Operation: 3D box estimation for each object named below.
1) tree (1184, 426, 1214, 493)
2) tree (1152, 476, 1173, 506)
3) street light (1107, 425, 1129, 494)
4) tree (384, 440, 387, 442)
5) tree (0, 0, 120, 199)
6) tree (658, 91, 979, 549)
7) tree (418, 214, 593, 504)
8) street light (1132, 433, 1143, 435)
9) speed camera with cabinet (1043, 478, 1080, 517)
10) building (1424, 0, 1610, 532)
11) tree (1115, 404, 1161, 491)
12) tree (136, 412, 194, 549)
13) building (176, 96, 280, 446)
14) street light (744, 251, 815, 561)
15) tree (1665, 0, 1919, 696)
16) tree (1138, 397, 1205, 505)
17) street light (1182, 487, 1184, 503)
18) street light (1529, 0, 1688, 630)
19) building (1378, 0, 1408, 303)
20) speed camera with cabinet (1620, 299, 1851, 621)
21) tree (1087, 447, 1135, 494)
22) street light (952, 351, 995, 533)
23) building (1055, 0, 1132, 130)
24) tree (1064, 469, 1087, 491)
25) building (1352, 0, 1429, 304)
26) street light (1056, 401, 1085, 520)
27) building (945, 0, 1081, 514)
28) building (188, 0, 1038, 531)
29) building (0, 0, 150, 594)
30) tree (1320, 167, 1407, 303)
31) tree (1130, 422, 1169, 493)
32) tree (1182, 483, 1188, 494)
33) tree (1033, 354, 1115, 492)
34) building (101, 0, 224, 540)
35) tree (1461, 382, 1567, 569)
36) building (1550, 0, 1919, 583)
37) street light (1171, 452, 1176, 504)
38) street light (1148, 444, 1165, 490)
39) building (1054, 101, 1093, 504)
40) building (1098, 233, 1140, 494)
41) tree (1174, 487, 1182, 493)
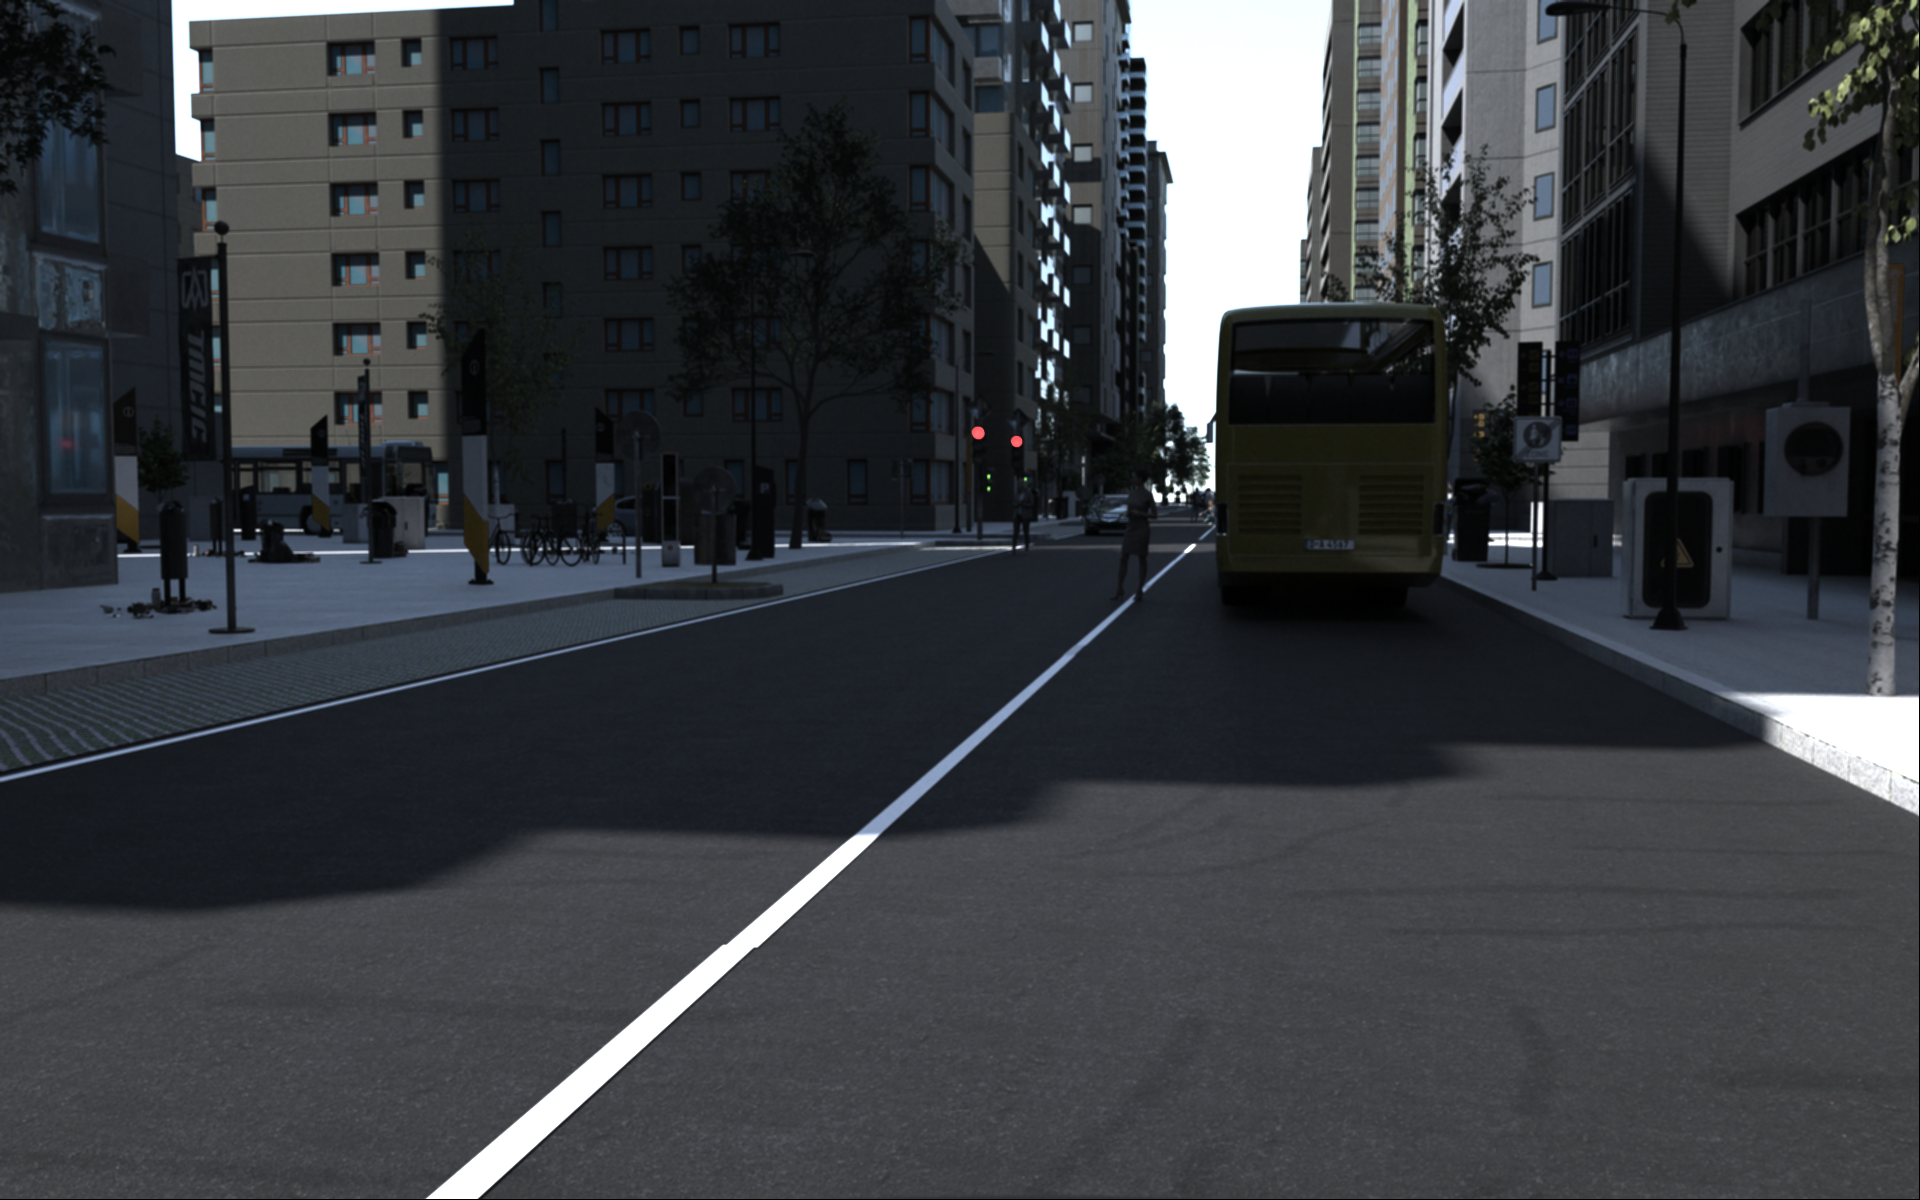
[{"bbox_3d":[38.498,-22.634,288.198,7.486,12.596,7.792,0,3,0],"label":"tree"},{"bbox_3d":[25.221,-13.505,215.411,1.663,3.219,1.824,0,3,0],"label":"tree"},{"bbox_3d":[10.475,-8.775,116.018,1.470,5.913,1.316,1,4,10],"label":"street light"},{"bbox_3d":[-20.166,-4.073,61.191,1.663,3.219,1.824,0,3,0],"label":"tree"},{"bbox_3d":[-7.798,-4.560,8.963,7.601,10.594,8.767,0,4,5],"label":"tree"},{"bbox_3d":[-3.557,-6.468,40.159,7.601,10.594,8.767,2,4,23],"label":"tree"},{"bbox_3d":[-12.236,-5.877,46.457,4.737,8.622,4.395,0,3,0],"label":"tree"},{"bbox_3d":[13.216,-9.751,131.972,1.470,5.913,1.316,1,4,10],"label":"street light"},{"bbox_3d":[5.627,-6.201,95.729,2.038,3.252,0.660,0,4,6],"label":"speed camera with cabinet"},{"bbox_3d":[32.238,-31.793,61.812,28.212,58.520,21.231,1,4,10],"label":"building"},{"bbox_3d":[14.425,-11.798,143.263,4.737,8.622,4.395,0,3,0],"label":"tree"},{"bbox_3d":[-19.084,-2.838,40.997,1.663,3.219,1.824,0,3,0],"label":"tree"},{"bbox_3d":[-54.830,-14.697,85.338,28.899,21.520,27.650,1,4,10],"label":"building"},{"bbox_3d":[-3.463,-3.718,33.328,1.470,5.913,1.316,1,4,10],"label":"street light"},{"bbox_3d":[6.066,-3.687,10.648,4.737,8.622,4.395,0,3,0],"label":"tree"},{"bbox_3d":[24.195,-17.622,205.129,9.611,12.733,9.660,0,3,0],"label":"tree"},{"bbox_3d":[26.961,-14.767,213.977,1.470,5.913,1.316,1,4,10],"label":"street light"},{"bbox_3d":[6.209,-2.682,16.388,1.470,5.913,1.316,1,4,10],"label":"street light"},{"bbox_3d":[33.133,-27.847,105.417,14.600,45.320,14.200,1,4,10],"label":"building"},{"bbox_3d":[7.885,-1.426,17.657,2.038,3.252,0.660,1,4,12],"label":"speed camera with cabinet"},{"bbox_3d":[10.432,-8.314,119.644,4.285,4.588,4.351,0,3,0],"label":"tree"},{"bbox_3d":[0.433,-5.136,56.507,1.470,5.913,1.316,1,4,10],"label":"street light"},{"bbox_3d":[1.645,-35.572,170.839,28.713,52.752,27.495,1,4,10],"label":"building"},{"bbox_3d":[8.569,-8.253,129.537,1.663,3.219,1.824,0,3,0],"label":"tree"},{"bbox_3d":[39.017,-27.991,141.246,14.154,41.232,14.086,1,4,10],"label":"building"},{"bbox_3d":[5.519,-6.982,86.694,1.470,5.913,1.316,1,4,10],"label":"street light"},{"bbox_3d":[-4.822,-30.091,111.599,23.786,49.044,30.456,1,4,10],"label":"building"},{"bbox_3d":[-12.096,-14.097,75.525,27.650,21.520,28.899,1,4,10],"label":"building"},{"bbox_3d":[-23.522,-24.000,12.013,23.786,49.044,30.456,1,4,10],"label":"building"},{"bbox_3d":[10.057,-5.269,36.515,4.737,8.622,4.395,0,3,0],"label":"tree"},{"bbox_3d":[18.905,-13.486,170.854,4.360,8.622,3.978,0,3,0],"label":"tree"},{"bbox_3d":[34.724,-16.750,268.465,1.663,3.219,1.824,0,3,0],"label":"tree"},{"bbox_3d":[5.266,-8.625,91.377,4.737,8.622,4.395,0,3,0],"label":"tree"},{"bbox_3d":[-33.831,-36.909,41.715,20.611,71.187,20.563,1,4,10],"label":"building"},{"bbox_3d":[9.674,-2.173,30.125,1.663,3.219,1.824,0,3,0],"label":"tree"},{"bbox_3d":[18.917,-12.684,26.454,14.314,24.678,30.058,1,4,10],"label":"building"},{"bbox_3d":[23.096,-13.359,190.957,1.470,5.913,1.316,1,4,10],"label":"street light"},{"bbox_3d":[18.096,-11.562,161.585,1.470,5.913,1.316,1,4,10],"label":"street light"},{"bbox_3d":[-4.224,-27.742,145.460,32.217,40.220,23.993,1,4,10],"label":"building"},{"bbox_3d":[12.276,-25.645,191.003,14.160,30.474,14.107,1,4,10],"label":"building"},{"bbox_3d":[28.204,-14.497,231.627,1.663,3.219,1.824,0,3,0],"label":"tree"}]
